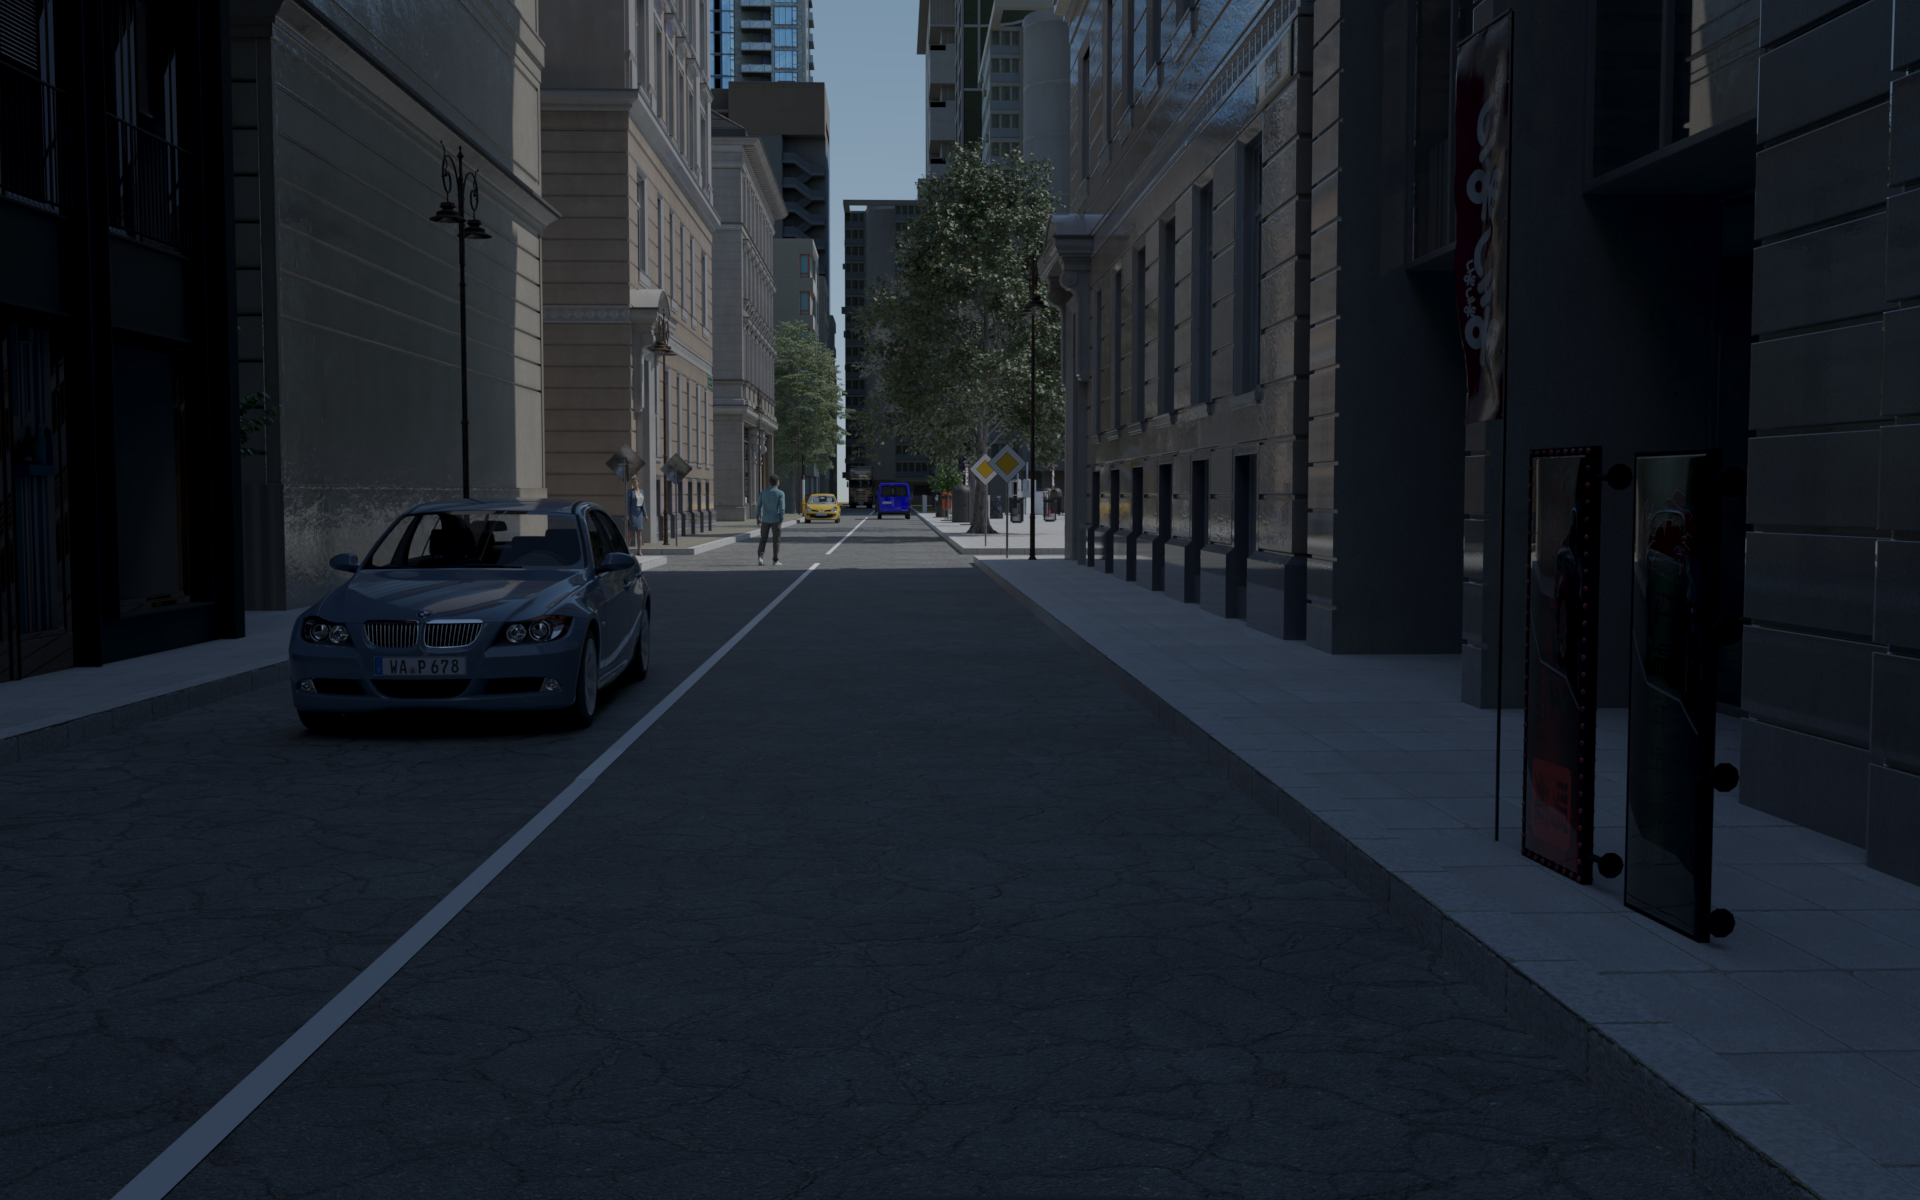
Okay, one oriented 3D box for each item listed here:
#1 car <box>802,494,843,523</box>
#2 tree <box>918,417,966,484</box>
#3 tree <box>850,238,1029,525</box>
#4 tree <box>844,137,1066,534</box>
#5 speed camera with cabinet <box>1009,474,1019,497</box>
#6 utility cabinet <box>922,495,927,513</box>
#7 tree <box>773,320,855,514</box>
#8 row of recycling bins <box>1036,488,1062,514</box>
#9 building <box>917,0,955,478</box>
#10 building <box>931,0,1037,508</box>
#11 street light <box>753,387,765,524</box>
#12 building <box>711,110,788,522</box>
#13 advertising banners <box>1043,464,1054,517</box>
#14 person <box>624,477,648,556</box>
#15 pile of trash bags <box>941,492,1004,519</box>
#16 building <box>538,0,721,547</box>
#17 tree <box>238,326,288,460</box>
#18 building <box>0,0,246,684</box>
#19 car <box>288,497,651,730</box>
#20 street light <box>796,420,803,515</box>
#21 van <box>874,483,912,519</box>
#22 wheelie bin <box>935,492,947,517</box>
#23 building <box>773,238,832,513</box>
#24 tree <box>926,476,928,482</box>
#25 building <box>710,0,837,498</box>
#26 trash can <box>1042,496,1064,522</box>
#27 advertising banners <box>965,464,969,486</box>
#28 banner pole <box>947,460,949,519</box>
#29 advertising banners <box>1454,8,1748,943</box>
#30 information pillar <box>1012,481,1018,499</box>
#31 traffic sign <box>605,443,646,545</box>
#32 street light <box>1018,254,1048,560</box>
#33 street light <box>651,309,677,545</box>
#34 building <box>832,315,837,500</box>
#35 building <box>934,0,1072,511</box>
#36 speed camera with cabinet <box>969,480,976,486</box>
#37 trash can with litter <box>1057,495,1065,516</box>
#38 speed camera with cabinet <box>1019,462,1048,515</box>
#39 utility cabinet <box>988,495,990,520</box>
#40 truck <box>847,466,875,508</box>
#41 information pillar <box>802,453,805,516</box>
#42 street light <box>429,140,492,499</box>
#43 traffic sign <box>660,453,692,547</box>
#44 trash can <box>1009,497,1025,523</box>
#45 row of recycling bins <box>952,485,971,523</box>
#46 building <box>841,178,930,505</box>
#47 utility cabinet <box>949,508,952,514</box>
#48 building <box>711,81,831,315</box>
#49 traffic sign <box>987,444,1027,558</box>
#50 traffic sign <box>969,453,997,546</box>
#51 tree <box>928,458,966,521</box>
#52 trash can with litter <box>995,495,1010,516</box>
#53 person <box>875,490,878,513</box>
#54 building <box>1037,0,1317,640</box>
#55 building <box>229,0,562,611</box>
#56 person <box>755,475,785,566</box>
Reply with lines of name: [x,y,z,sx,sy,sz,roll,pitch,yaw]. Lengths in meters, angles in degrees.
car: [-6.821,-4.631,85.938,2.015,1.641,3.980,0,4,-3]
tree: [-1.214,-10.286,118.540,4.360,8.622,3.978,0,3,0]
tree: [0.422,-9.823,70.984,12.009,13.543,11.850,0,3,0]
tree: [0.803,-8.487,55.763,9.611,12.733,9.660,0,3,0]
speed camera with cabinet: [3.818,-7.085,110.173,0.660,3.252,2.038,2,4,30]
utility cabinet: [-2.391,-6.469,116.933,0.306,1.237,1.020,0,4,-4]
tree: [-10.545,-11.927,113.126,7.486,12.596,7.792,0,3,0]
row of recycling bins: [5.469,-6.622,115.382,1.069,1.692,3.534,-3,5,-41]
building: [10.087,-36.086,179.252,28.713,52.752,27.495,0,4,-2]
building: [7.923,-43.812,154.579,20.563,71.187,20.611,0,4,-2]
street light: [-8.665,-6.239,74.789,0.468,5.910,1.993,0,4,-2]
building: [-14.522,-14.094,81.351,10.553,20.767,40.483,0,4,-2]
advertising banners: [5.003,-6.173,97.112,0.090,3.025,2.074,1,4,21]
person: [-7.412,-1.895,39.514,0.581,1.822,0.654,-2,4,-31]
pile of trash bags: [0.666,-4.928,90.328,3.447,1.369,1.912,1,4,17]
building: [-14.509,-16.204,50.843,13.634,28.700,20.117,0,4,-2]
tree: [-7.704,-1.360,16.834,1.663,3.219,1.824,0,3,0]
building: [-12.243,-10.827,6.692,12.332,23.373,15.834,0,4,-2]
car: [-3.216,-0.005,12.090,2.014,1.417,4.499,0,4,-3]
street light: [-9.889,-8.174,106.438,0.468,5.910,1.993,0,4,-2]
van: [-3.813,-5.808,99.340,2.240,2.365,5.245,0,4,-3]
wheelie bin: [-0.931,-5.440,96.846,0.693,1.594,0.980,3,5,43]
building: [-24.315,-17.510,131.332,27.650,21.520,28.899,0,4,-2]
tree: [-1.084,-6.081,94.031,1.663,3.219,1.824,0,3,0]
building: [-30.676,-54.860,209.634,31.000,86.520,22.319,0,4,-2]
trash can: [4.151,-4.178,79.963,0.748,1.137,0.748,0,3,0]
advertising banners: [0.731,-6.366,100.270,0.090,3.025,2.074,2,4,27]
banner pole: [-0.609,-5.984,87.854,0.401,3.779,0.863,0,4,-1]
advertising banners: [2.036,-0.588,5.798,0.090,3.025,2.074,0,4,-5]
information pillar: [3.149,-5.826,99.746,0.304,2.012,0.304,-1,4,-8]
traffic sign: [-6.603,-1.871,34.233,0.795,2.450,0.064,0,4,-2]
street light: [1.412,-3.718,33.581,0.468,5.910,1.993,0,4,-2]
street light: [-7.393,-4.317,43.377,0.468,5.910,1.993,0,4,-2]
building: [-25.809,-19.333,161.128,27.650,21.520,28.899,0,4,-2]
building: [14.290,-26.980,132.996,32.217,40.220,23.993,0,4,-2]
speed camera with cabinet: [1.043,-7.112,110.621,0.660,3.252,2.038,1,4,10]
trash can with litter: [6.630,-5.573,102.184,2.233,1.210,1.678,-1,4,-16]
speed camera with cabinet: [4.718,-6.886,106.923,0.660,3.252,2.038,-3,4,-37]
utility cabinet: [1.057,-4.586,86.150,0.306,1.237,1.020,3,5,40]
truck: [-10.100,-11.501,176.946,2.839,4.237,11.283,0,4,-3]
information pillar: [-9.032,-6.637,99.862,0.183,3.616,0.504,0,4,4]
street light: [-6.630,-3.080,23.151,0.468,5.910,1.993,0,4,-2]
traffic sign: [-6.914,-2.359,42.212,0.795,2.450,0.064,0,4,-2]
trash can: [2.515,-3.966,76.490,0.748,1.137,0.748,0,3,0]
row of recycling bins: [0.413,-4.388,78.860,1.069,1.692,3.534,1,4,17]
building: [-2.606,-32.050,215.890,23.993,40.220,32.217,0,4,-2]
utility cabinet: [-0.959,-6.014,109.492,1.020,1.237,0.306,2,4,33]
building: [-21.210,-32.729,185.224,14.200,45.320,14.600,0,4,-2]
traffic sign: [0.937,-1.888,34.506,0.795,2.450,0.064,0,4,-2]
traffic sign: [0.625,-2.376,42.485,0.795,2.450,0.064,0,4,-2]
tree: [-0.566,-5.374,82.466,1.663,3.219,1.824,0,3,0]
trash can with litter: [2.549,-5.719,104.562,1.678,1.210,2.233,2,4,27]
person: [-6.361,-7.635,134.135,0.742,1.727,0.445,3,5,43]
building: [8.673,-14.578,24.258,13.634,28.700,20.117,0,4,-2]
building: [-21.913,-11.727,25.025,30.059,22.955,16.112,0,4,-2]
person: [-3.825,-1.604,34.739,0.660,1.820,0.620,1,4,14]
